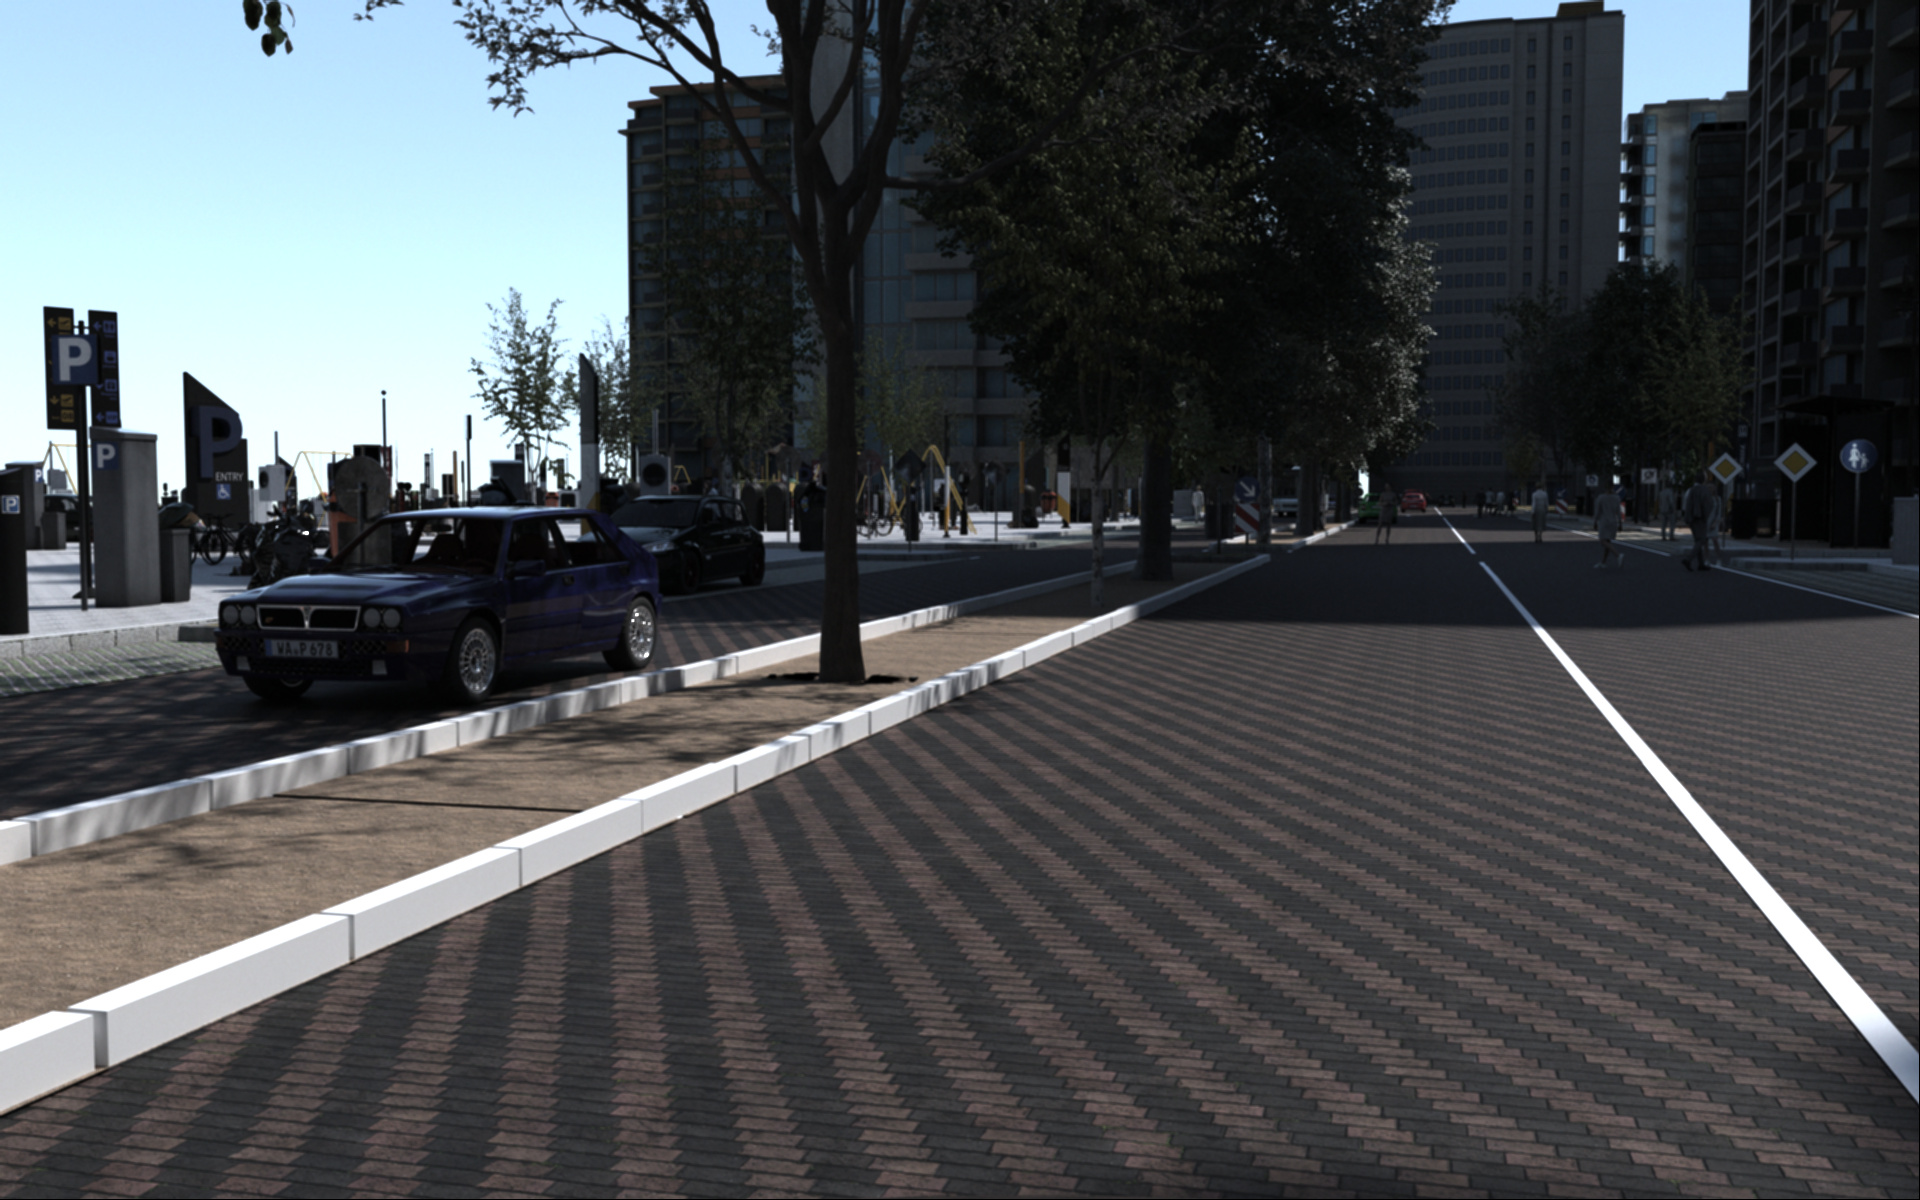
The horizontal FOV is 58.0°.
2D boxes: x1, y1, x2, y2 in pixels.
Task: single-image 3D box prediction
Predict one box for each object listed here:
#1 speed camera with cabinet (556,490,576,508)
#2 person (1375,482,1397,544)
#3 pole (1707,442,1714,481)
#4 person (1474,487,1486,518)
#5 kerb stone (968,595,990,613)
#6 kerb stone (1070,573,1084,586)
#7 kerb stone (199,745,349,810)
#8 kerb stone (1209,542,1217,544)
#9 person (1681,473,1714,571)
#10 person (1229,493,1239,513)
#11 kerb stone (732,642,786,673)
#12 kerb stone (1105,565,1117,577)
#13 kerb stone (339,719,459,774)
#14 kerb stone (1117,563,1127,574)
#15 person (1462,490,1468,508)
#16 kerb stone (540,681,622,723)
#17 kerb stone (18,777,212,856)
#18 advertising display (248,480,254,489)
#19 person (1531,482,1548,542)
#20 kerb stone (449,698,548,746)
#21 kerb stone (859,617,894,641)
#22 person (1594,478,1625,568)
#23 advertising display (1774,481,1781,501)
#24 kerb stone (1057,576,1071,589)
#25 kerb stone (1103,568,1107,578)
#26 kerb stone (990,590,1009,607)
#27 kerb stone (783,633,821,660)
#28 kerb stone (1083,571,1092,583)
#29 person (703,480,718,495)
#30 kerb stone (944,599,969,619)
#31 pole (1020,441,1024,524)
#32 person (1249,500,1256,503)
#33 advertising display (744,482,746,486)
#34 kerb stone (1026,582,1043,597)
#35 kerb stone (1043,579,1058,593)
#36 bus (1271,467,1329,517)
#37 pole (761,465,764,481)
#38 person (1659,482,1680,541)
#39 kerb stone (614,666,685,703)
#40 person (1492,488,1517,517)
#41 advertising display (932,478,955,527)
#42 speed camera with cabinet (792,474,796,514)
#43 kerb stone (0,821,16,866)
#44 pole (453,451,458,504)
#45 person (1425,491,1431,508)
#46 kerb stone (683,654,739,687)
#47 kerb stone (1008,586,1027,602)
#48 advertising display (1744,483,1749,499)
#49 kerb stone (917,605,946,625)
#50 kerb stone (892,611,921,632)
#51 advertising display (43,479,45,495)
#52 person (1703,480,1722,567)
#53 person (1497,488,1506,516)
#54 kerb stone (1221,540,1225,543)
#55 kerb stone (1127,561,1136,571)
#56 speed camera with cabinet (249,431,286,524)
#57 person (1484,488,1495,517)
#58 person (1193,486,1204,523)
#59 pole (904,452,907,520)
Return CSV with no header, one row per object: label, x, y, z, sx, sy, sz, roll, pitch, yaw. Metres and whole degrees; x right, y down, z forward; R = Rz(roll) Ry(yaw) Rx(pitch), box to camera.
speed camera with cabinet,-16.443,-4.958,75.398,2.038,3.252,0.660,0,4,3
person,12.126,-2.475,49.301,0.599,1.781,0.374,1,4,13
pole,29.361,-4.524,67.808,0.158,3.312,0.155,0,3,0
person,31.258,-5.854,103.992,0.659,1.850,0.755,2,4,27
kerb stone,0.160,0.063,21.162,0.120,0.150,1.000,1,4,15
kerb stone,1.746,-0.301,27.117,0.120,0.150,1.000,1,4,15
kerb stone,-3.290,0.853,8.294,0.120,0.150,1.000,1,4,15
kerb stone,6.659,-1.423,45.459,0.120,0.150,1.000,1,4,15
person,13.785,-1.450,32.313,0.850,1.850,0.679,-2,4,-26
person,13.487,-4.665,84.876,0.850,1.850,0.679,2,4,35
kerb stone,-1.691,0.486,14.242,0.120,0.150,1.000,1,4,15
kerb stone,2.541,-0.482,30.078,0.120,0.150,1.000,1,4,15
kerb stone,-3.020,0.792,9.280,0.120,0.150,1.000,1,4,15
kerb stone,2.812,-0.543,31.080,0.120,0.150,1.000,1,4,15
person,50.806,-10.145,174.387,0.705,1.821,1.348,3,4,36
kerb stone,-2.491,0.669,11.262,0.120,0.150,1.000,1,4,15
kerb stone,-3.555,0.911,7.302,0.120,0.150,1.000,1,4,15
advertising display,-33.296,-4.634,80.982,0.974,1.923,0.123,3,5,41
person,17.104,-2.593,51.118,0.478,1.798,0.641,1,4,21
kerb stone,-2.756,0.729,10.275,0.120,0.150,1.000,1,4,15
kerb stone,-0.890,0.305,17.205,0.120,0.150,1.000,1,4,15
person,12.521,-1.472,33.321,0.466,1.731,0.760,-2,4,-30
advertising display,42.079,-5.089,88.420,0.974,1.923,0.123,3,5,45
kerb stone,1.482,-0.239,26.120,0.120,0.150,1.000,1,4,15
kerb stone,2.275,-0.417,29.092,0.120,0.150,1.000,1,4,15
kerb stone,0.422,0.009,22.151,0.120,0.150,1.000,1,4,15
kerb stone,-1.436,0.426,15.231,0.120,0.150,1.000,1,4,15
kerb stone,2.007,-0.361,28.105,0.120,0.150,1.000,1,4,15
person,-6.312,-2.169,44.221,0.793,1.790,0.793,1,4,19
kerb stone,-0.104,0.124,20.174,0.120,0.150,1.000,1,4,15
pole,2.398,-4.476,67.028,0.158,3.312,0.155,0,3,0
person,15.039,-4.929,89.435,0.694,1.780,0.624,-1,4,-16
advertising display,-11.453,-5.401,93.523,0.123,1.923,0.974,0,4,8
kerb stone,0.951,-0.119,24.136,0.120,0.150,1.000,1,4,15
kerb stone,1.217,-0.179,25.126,0.120,0.150,1.000,1,4,15
bus,22.037,-7.146,111.697,2.948,3.499,13.247,1,4,16
pole,-14.033,-7.918,123.298,0.158,3.312,0.155,0,3,0
person,21.571,-2.702,52.778,0.391,1.810,0.635,-2,4,-26
kerb stone,-2.229,0.608,12.258,0.120,0.150,1.000,1,4,15
person,34.535,-6.182,109.796,1.509,1.804,0.699,1,4,22
advertising display,-0.647,-3.858,68.289,0.974,1.923,0.123,-2,4,-26
speed camera with cabinet,-10.765,-7.200,112.058,0.660,3.252,2.038,0,4,7
kerb stone,-3.821,0.972,6.307,0.120,0.150,1.000,1,4,15
pole,-23.710,-5.354,81.375,0.158,3.312,0.155,0,3,0
person,49.171,-10.623,182.908,1.217,1.743,0.721,0,4,6
kerb stone,-1.957,0.554,13.248,0.120,0.150,1.000,1,4,15
kerb stone,0.687,-0.058,23.143,0.120,0.150,1.000,1,4,15
advertising display,44.766,-5.661,97.765,0.123,1.923,0.974,-3,5,-41
kerb stone,-0.378,0.184,19.190,0.120,0.150,1.000,1,4,15
kerb stone,-0.636,0.250,18.201,0.120,0.150,1.000,1,4,15
advertising display,-38.156,-4.039,71.258,0.123,1.923,0.974,3,4,39
person,14.902,-1.524,34.417,0.512,1.701,0.522,2,4,31
person,34.966,-6.319,112.039,0.641,1.798,0.478,-3,5,-39
kerb stone,6.927,-1.479,46.448,0.120,0.150,1.000,1,4,15
kerb stone,3.074,-0.603,32.069,0.120,0.150,1.000,1,4,15
speed camera with cabinet,-22.028,-3.685,54.579,2.038,3.252,0.660,3,5,41
person,32.816,-6.060,107.422,0.661,1.843,0.795,2,4,30
person,11.692,-4.677,84.846,0.514,1.842,0.818,0,4,-8
pole,-2.679,-5.553,84.630,0.158,3.312,0.155,0,3,0
